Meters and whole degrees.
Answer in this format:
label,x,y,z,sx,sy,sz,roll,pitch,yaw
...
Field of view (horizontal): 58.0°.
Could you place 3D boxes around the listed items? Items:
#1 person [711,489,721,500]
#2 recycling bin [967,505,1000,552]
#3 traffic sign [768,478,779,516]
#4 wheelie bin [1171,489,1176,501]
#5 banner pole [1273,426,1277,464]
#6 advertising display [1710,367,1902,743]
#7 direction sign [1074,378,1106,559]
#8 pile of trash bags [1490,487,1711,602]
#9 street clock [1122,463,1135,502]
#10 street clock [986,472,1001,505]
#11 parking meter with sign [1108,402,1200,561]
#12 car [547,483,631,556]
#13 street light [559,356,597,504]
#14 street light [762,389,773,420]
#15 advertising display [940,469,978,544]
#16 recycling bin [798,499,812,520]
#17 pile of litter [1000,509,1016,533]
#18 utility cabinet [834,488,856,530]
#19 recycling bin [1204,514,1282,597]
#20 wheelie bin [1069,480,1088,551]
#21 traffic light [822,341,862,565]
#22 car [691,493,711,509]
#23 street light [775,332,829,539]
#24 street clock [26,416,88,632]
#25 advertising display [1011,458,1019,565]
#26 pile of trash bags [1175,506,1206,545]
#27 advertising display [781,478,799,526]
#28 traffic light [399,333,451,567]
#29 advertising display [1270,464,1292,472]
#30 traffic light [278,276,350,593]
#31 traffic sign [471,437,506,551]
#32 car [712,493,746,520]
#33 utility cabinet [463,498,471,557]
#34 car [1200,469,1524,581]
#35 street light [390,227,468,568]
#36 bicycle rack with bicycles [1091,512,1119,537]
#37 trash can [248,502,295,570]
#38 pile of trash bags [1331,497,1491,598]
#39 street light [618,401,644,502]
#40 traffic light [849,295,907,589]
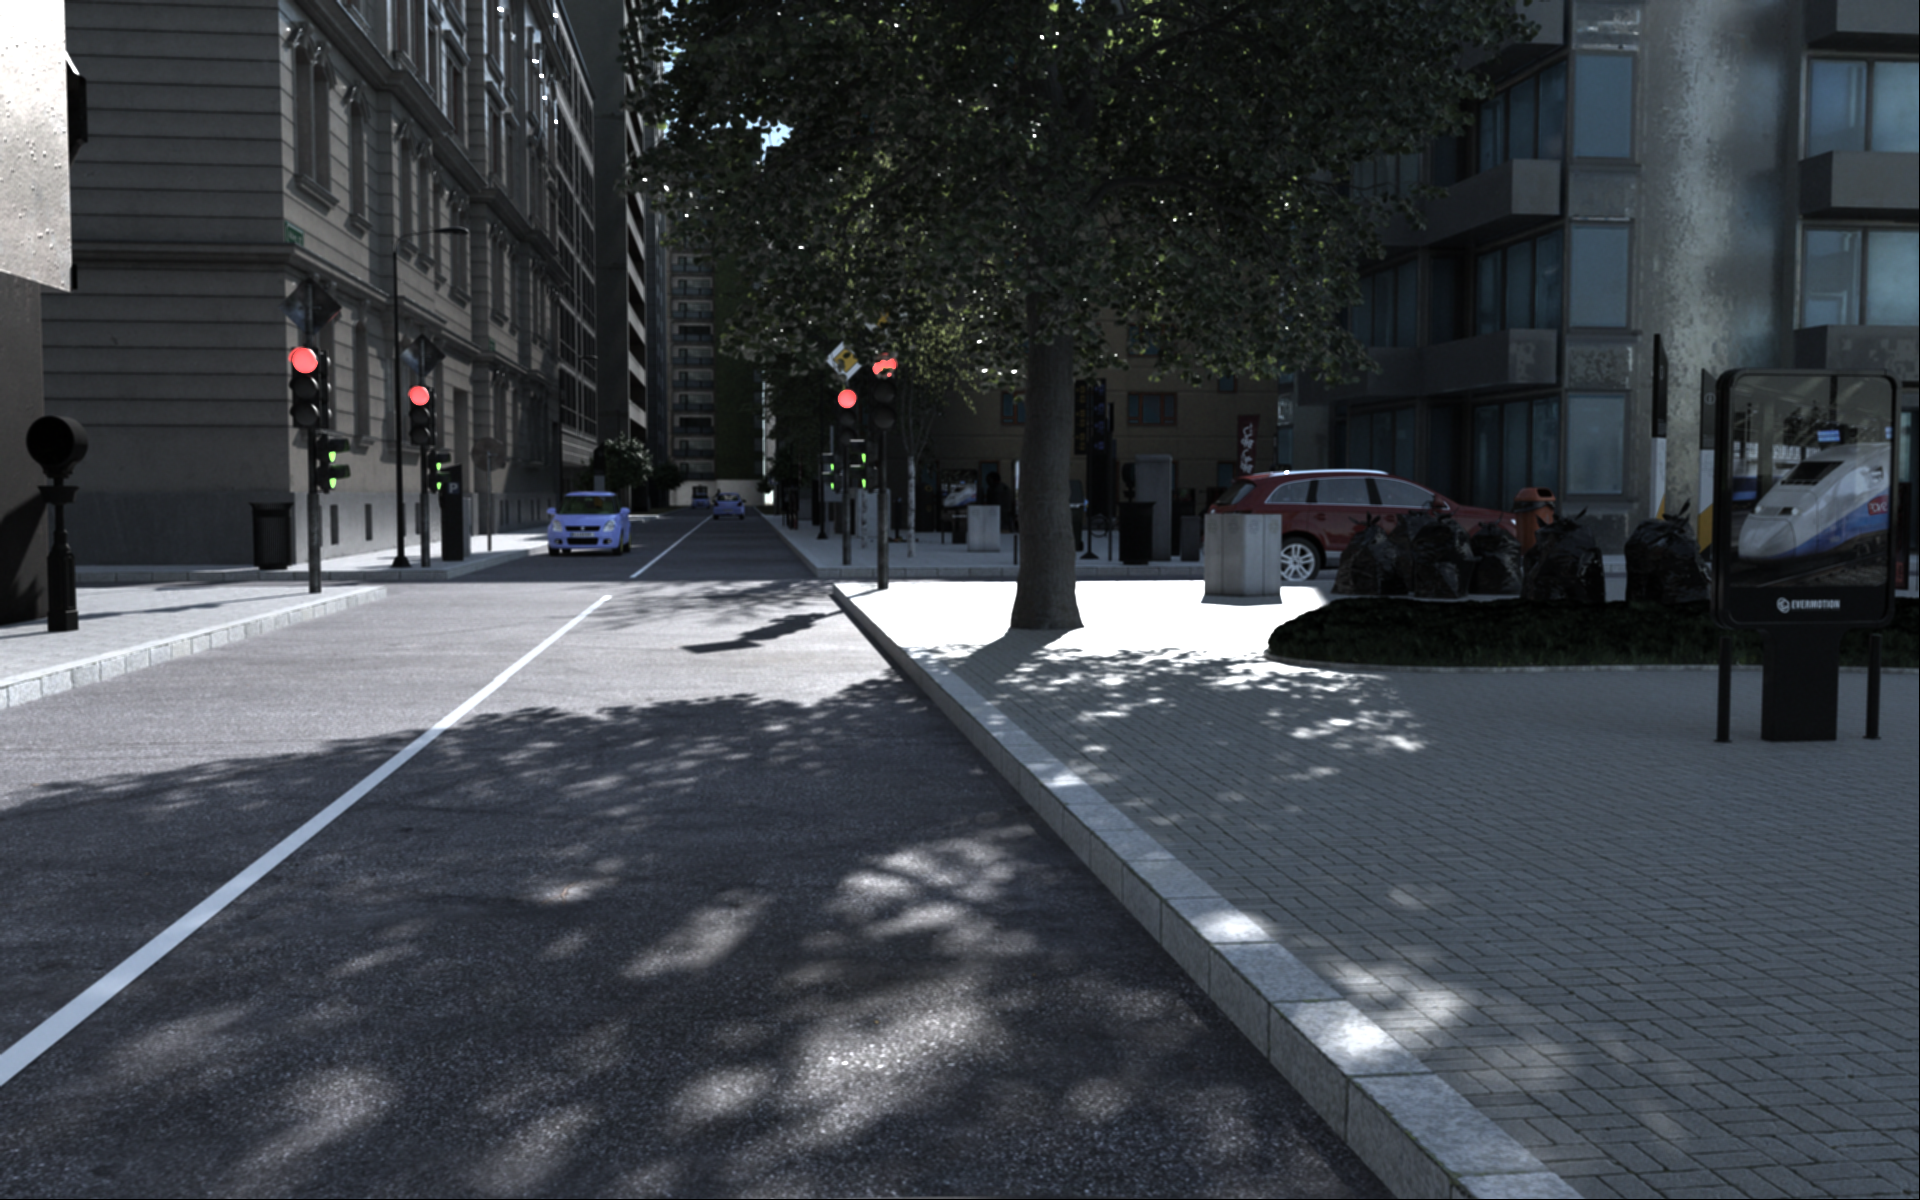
label,x,y,z,sx,sy,sz,roll,pitch,yaw
person,-20.944,-8.697,150.321,1.348,1.869,0.705,1,4,20
recycling bin,0.525,-1.593,38.598,0.722,1.027,0.722,0,4,0
traffic sign,-10.769,-6.153,100.705,0.768,2.556,0.104,0,4,-5
wheelie bin,7.024,-3.161,59.587,0.693,1.594,0.980,-1,4,-17
banner pole,11.529,-4.479,63.242,0.401,3.779,0.863,2,4,24
advertising display,4.375,-0.230,8.978,0.974,1.923,0.123,-1,4,-9
direction sign,2.567,-2.584,34.238,0.379,3.537,0.876,-3,4,-39
pile of trash bags,7.376,-0.478,17.575,3.447,1.369,1.912,2,4,28
street clock,3.935,-2.166,39.987,0.358,2.002,0.471,2,4,34
street clock,1.069,-3.131,55.764,0.471,2.002,0.358,0,4,-1
parking meter with sign,3.703,-2.251,33.071,1.738,3.016,0.543,0,4,2
car,-8.817,-1.941,41.326,1.945,1.707,3.694,0,4,-6
street light,-12.898,-5.248,58.342,1.470,5.913,1.316,0,4,-7
street light,-8.044,-6.389,77.005,1.470,5.913,1.316,0,4,-7
advertising display,-0.018,-2.414,44.689,0.974,1.923,0.123,0,4,4
recycling bin,-7.691,-4.471,85.663,0.722,1.027,0.722,-1,4,-9
pile of litter,1.930,-2.629,56.956,1.719,0.858,1.176,-1,4,-10
utility cabinet,-3.882,-3.168,60.476,0.318,1.500,1.173,3,5,43
recycling bin,3.601,-0.581,22.061,0.722,1.027,0.722,-3,4,-37
wheelie bin,2.374,-1.896,38.910,0.980,1.594,0.693,-1,4,-11
traffic light,-2.069,-2.589,31.256,0.839,4.253,0.868,0,4,-7
car,-25.614,-9.892,171.331,1.945,1.707,3.694,0,4,-7
street light,-4.446,-4.673,48.951,1.470,5.913,1.316,0,4,-7
street clock,-8.419,-0.711,16.199,0.471,2.002,0.358,0,4,5
advertising display,1.391,-1.611,31.547,0.974,1.923,0.123,-2,4,-25
pile of trash bags,6.400,-2.148,44.867,1.912,1.369,3.447,2,4,31
advertising display,-6.903,-3.986,70.377,0.123,1.923,0.974,2,4,34
traffic light,-9.370,-2.532,30.314,0.839,4.253,0.868,0,4,-7
advertising display,6.887,-1.958,37.233,0.123,1.923,0.974,2,4,32
traffic light,-8.362,-2.047,22.393,0.839,4.253,0.868,0,4,-7
traffic sign,-10.571,-2.369,38.843,0.768,2.556,0.104,0,4,-1
car,-13.107,-5.422,98.236,1.945,1.707,3.694,0,4,-6
utility cabinet,-10.193,-1.491,35.533,0.306,1.237,1.020,-1,4,-13
car,6.507,-1.154,27.542,5.304,1.827,2.281,0,4,-6
street light,-9.252,-3.528,30.220,1.470,5.913,1.316,0,4,-7
bicycle rack with bicycles,5.597,-2.366,52.059,2.925,0.926,2.852,1,4,22
trash can,-11.697,-1.089,29.459,0.748,1.137,0.748,0,3,0
pile of trash bags,6.604,-0.789,22.653,3.447,1.369,1.912,-2,4,-35
street light,-16.492,-6.978,86.629,1.470,5.913,1.316,0,4,-7
traffic light,-1.062,-2.105,23.334,0.839,4.253,0.868,0,4,-7
